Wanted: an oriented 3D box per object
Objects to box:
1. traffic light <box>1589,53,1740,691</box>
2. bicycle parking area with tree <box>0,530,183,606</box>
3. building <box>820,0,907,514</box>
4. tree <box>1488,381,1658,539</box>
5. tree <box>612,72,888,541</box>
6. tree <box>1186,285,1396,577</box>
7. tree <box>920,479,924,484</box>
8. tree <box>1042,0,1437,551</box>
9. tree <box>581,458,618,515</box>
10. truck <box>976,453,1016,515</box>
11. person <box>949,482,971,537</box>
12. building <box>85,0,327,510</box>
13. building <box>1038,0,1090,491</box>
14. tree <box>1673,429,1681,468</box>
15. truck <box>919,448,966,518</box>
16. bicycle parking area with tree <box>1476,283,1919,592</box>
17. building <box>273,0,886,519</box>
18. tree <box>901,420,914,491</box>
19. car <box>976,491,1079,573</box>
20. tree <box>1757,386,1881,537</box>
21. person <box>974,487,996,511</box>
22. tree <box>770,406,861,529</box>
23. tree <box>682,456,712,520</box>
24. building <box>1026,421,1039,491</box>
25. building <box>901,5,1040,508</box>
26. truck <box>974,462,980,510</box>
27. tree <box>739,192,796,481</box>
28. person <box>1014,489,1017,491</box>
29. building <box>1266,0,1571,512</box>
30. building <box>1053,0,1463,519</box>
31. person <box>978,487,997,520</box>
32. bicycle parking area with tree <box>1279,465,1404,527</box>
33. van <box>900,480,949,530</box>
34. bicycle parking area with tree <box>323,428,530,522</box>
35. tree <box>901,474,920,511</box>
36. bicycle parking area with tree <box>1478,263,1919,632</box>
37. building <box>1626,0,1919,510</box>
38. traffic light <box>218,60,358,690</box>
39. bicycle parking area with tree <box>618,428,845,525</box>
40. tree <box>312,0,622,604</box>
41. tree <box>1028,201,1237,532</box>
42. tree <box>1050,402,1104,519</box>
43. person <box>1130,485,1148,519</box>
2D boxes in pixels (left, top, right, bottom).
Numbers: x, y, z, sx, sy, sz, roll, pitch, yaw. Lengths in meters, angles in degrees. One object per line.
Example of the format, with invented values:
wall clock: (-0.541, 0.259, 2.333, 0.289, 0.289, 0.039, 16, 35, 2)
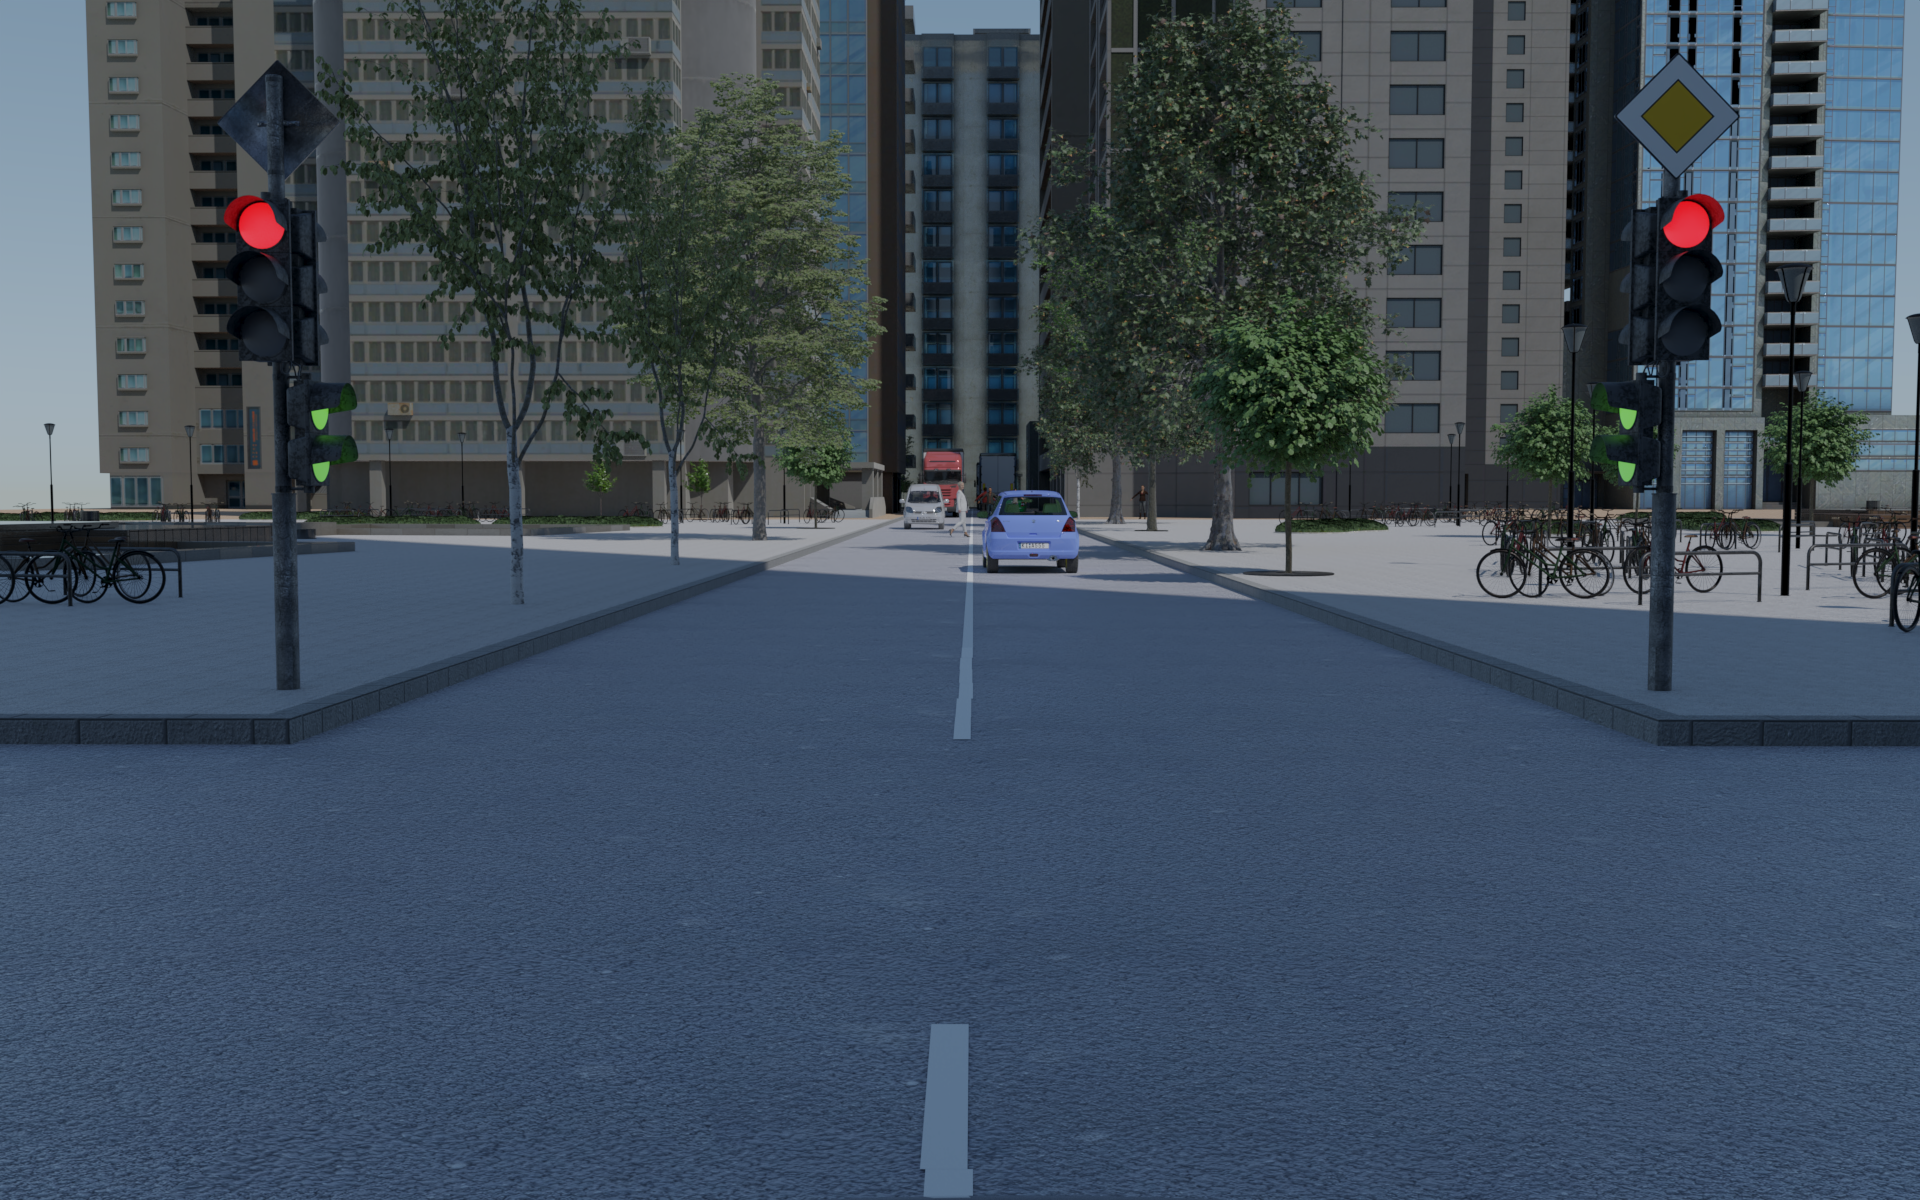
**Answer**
traffic light: (4.560, -1.364, 11.222, 0.839, 4.253, 0.868, 0, 4, 0)
bicycle parking area with tree: (-13.428, -1.945, 18.806, 9.016, 4.147, 8.231, 2, 4, 30)
building: (-10.884, -28.596, 117.658, 14.600, 45.320, 14.200, 0, 4, 0)
tree: (17.262, -4.078, 50.395, 4.285, 4.588, 4.351, 0, 3, 0)
tree: (-5.887, -7.923, 47.672, 7.486, 12.596, 7.792, 0, 3, 0)
tree: (5.248, -2.683, 27.575, 4.285, 4.588, 4.351, 0, 3, 0)
tree: (-3.581, -10.347, 163.775, 1.663, 3.219, 1.824, 0, 3, 0)
tree: (5.991, -7.482, 39.343, 9.611, 12.733, 9.660, 0, 3, 0)
tree: (-16.511, -5.230, 80.107, 1.663, 3.219, 1.824, 0, 3, 0)
truck: (2.601, -8.232, 123.500, 2.839, 4.237, 11.283, 0, 4, 0)
person: (-0.015, -2.992, 57.297, 0.818, 1.842, 0.514, -1, 4, -14)
building: (-60.442, -32.308, 151.930, 21.600, 48.544, 21.300, 0, 4, 0)
building: (16.537, -30.344, 119.819, 21.300, 48.544, 21.600, 0, 4, 0)
tree: (26.611, -5.166, 68.183, 4.285, 4.588, 4.351, 0, 3, 0)
truck: (-1.007, -7.323, 108.637, 2.839, 4.237, 11.283, 0, 4, 0)
bicycle parking area with tree: (12.908, -2.546, 28.633, 8.231, 4.147, 9.016, 2, 4, 33)
building: (-20.723, -24.856, 98.278, 32.217, 40.220, 23.993, 0, 4, 0)
tree: (-5.133, -10.927, 129.015, 4.737, 8.622, 4.395, 0, 3, 0)
car: (1.288, -1.412, 32.672, 1.945, 1.707, 3.694, 0, 4, -1)
tree: (26.054, -4.219, 52.691, 4.285, 4.588, 4.351, 0, 3, 0)
person: (1.474, -5.644, 100.736, 1.348, 1.831, 0.705, 0, 4, 4)
tree: (-5.263, -4.917, 64.101, 4.285, 4.588, 4.351, 0, 3, 0)
tree: (-12.654, -5.536, 85.116, 1.663, 3.219, 1.824, 0, 3, 0)
building: (17.259, -50.916, 145.148, 22.319, 86.520, 31.000, 0, 4, 0)
building: (4.213, -34.346, 181.166, 30.456, 49.044, 23.786, 0, 4, 0)
truck: (2.717, -10.340, 157.967, 2.839, 4.237, 11.283, 0, 3, 0)
tree: (-5.087, -4.924, 30.873, 4.737, 8.622, 4.395, 0, 3, 0)
person: (3.098, -5.385, 97.259, 1.217, 1.735, 0.721, 0, 4, 3)
building: (39.356, -43.586, 150.883, 20.611, 71.187, 20.563, 0, 4, 0)
building: (16.040, -40.356, 98.065, 20.563, 71.187, 20.611, 0, 4, 0)
person: (1.688, -5.431, 97.319, 1.348, 1.821, 0.705, 0, 4, 3)
bicycle parking area with tree: (18.317, -5.145, 71.131, 9.016, 4.147, 8.231, -2, 4, -29)
van: (-1.461, -3.933, 71.314, 2.013, 2.044, 4.112, 0, 4, 0)
bicycle parking area with tree: (-24.216, -5.591, 78.412, 9.016, 4.147, 8.231, 2, 4, 33)
tree: (-4.325, -8.446, 132.692, 1.663, 3.219, 1.824, 0, 3, 0)
bicycle parking area with tree: (11.127, -1.973, 19.258, 9.016, 4.147, 8.231, 0, 4, -7)
building: (65.631, -51.172, 149.327, 31.000, 86.520, 22.319, 0, 4, 0)
traffic light: (-4.401, -1.367, 11.273, 0.839, 4.253, 0.868, 0, 4, 0)
bicycle parking area with tree: (-9.911, -5.450, 76.107, 8.231, 4.147, 9.016, 3, 4, 36)
tree: (-5.130, -4.241, 19.705, 4.737, 8.622, 4.395, 0, 3, 0)
tree: (6.428, -8.161, 59.184, 9.928, 11.665, 9.643, 0, 3, 0)
tree: (6.213, -8.375, 87.287, 4.360, 8.622, 3.978, 0, 3, 0)
person: (9.248, -4.956, 87.904, 1.217, 1.723, 0.721, 1, 4, 17)
